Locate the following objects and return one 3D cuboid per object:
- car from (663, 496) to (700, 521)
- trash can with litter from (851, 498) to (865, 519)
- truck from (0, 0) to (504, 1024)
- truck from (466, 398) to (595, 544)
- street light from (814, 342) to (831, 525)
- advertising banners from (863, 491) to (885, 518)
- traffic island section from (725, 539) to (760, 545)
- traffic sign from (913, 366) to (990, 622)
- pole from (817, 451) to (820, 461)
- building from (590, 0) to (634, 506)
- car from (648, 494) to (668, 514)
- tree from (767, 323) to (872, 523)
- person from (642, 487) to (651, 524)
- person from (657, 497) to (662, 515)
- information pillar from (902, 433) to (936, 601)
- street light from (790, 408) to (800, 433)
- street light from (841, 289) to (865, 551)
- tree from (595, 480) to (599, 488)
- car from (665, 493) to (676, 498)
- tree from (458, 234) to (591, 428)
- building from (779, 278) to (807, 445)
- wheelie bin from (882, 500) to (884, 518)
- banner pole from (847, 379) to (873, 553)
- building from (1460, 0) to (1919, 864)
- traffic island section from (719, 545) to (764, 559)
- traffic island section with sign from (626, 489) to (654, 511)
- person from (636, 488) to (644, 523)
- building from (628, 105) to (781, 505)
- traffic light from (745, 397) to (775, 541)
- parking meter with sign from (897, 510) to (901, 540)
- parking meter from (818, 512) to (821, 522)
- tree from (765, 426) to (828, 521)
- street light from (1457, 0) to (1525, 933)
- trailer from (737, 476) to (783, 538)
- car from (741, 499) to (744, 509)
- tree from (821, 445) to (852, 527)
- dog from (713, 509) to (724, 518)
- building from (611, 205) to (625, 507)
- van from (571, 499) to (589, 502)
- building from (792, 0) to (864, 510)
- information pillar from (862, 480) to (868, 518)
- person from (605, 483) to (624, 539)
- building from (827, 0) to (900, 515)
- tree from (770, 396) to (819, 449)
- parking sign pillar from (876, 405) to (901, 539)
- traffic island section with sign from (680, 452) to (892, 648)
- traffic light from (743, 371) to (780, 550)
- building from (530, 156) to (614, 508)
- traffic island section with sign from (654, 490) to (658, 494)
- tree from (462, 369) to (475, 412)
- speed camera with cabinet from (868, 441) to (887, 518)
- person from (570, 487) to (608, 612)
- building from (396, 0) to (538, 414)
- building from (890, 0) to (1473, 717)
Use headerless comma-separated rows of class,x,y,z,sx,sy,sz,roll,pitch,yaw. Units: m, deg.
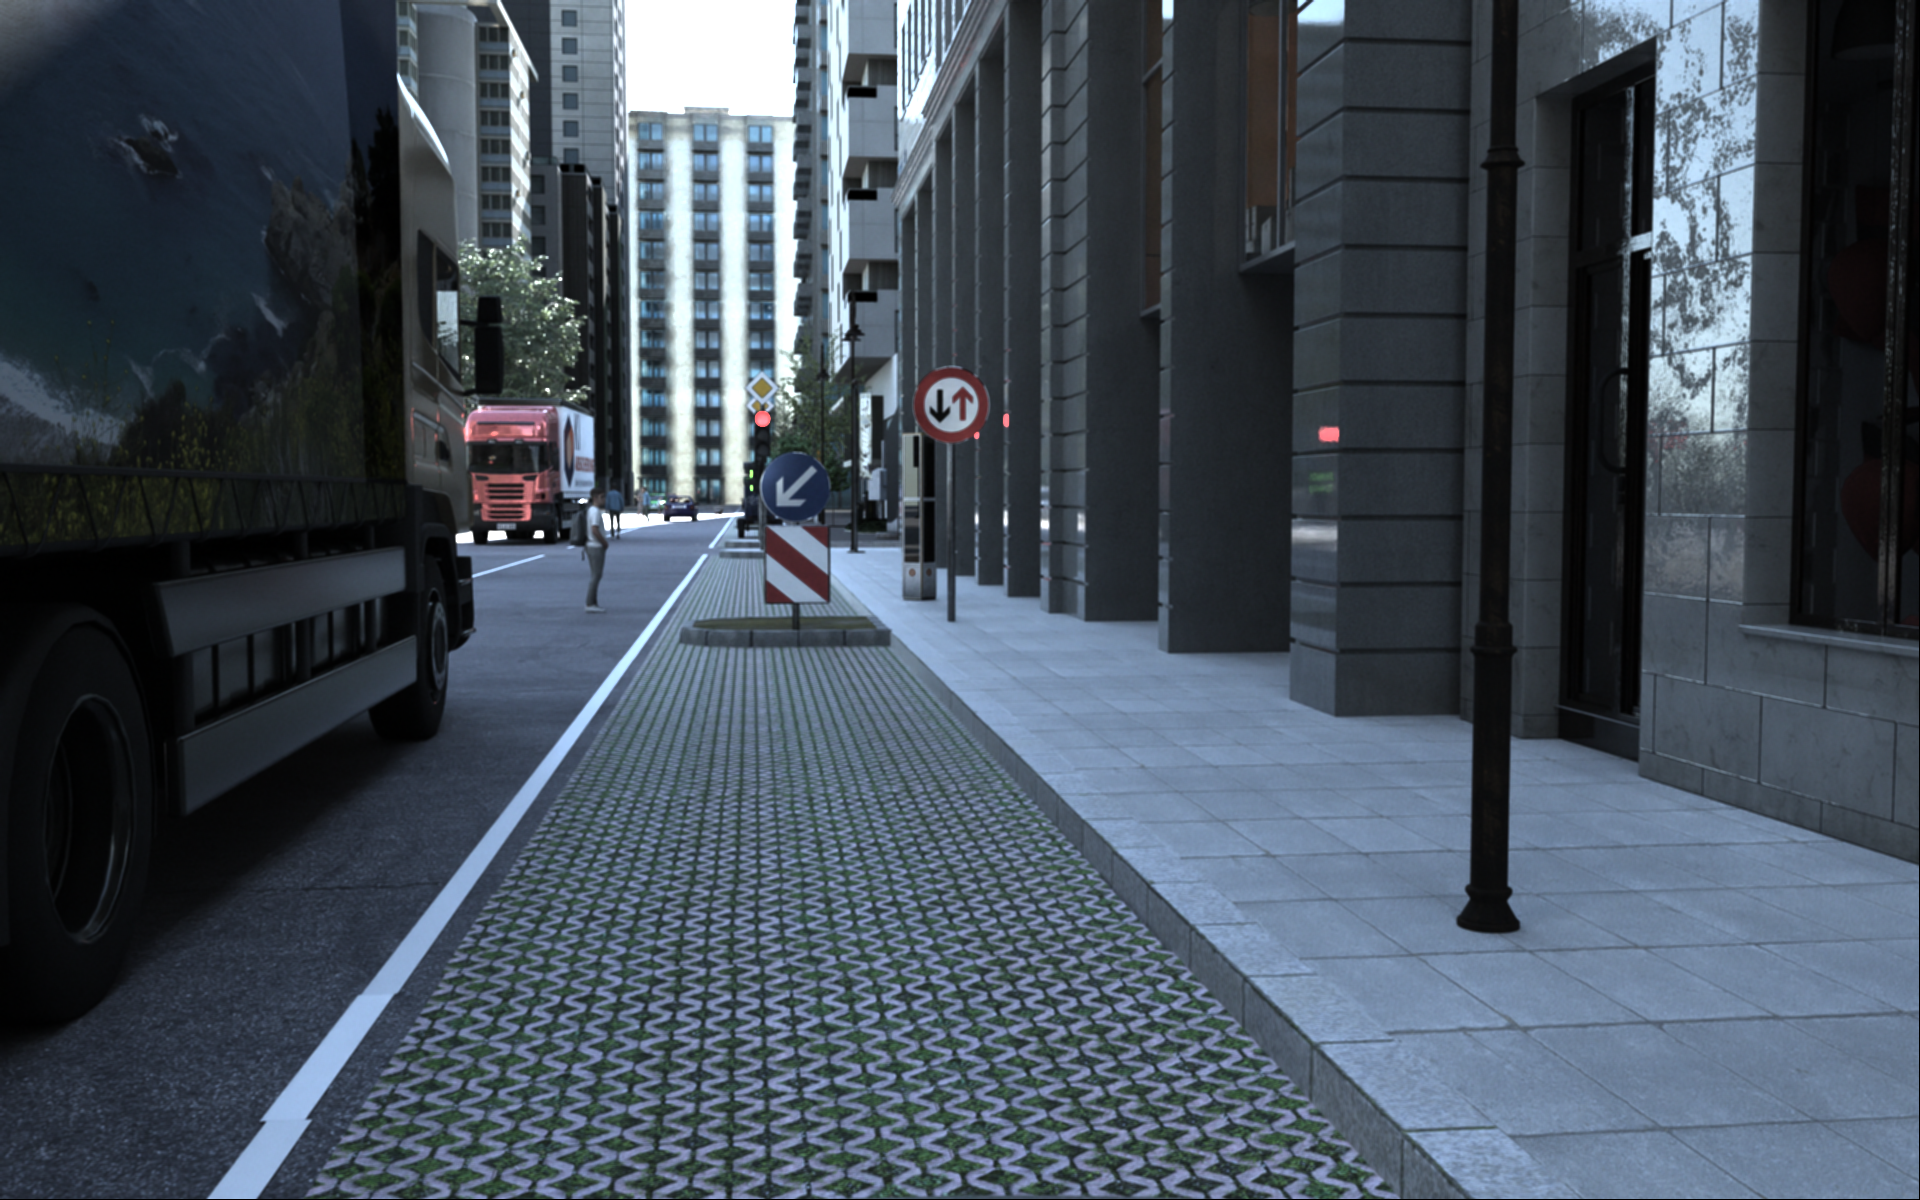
car,-14.849,-4.863,92.091,1.945,1.354,3.894,0,4,-7
trash can with litter,-4.121,-3.825,73.919,1.055,1.170,0.624,2,4,25
truck,-3.802,-1.082,6.608,2.839,4.237,11.283,0,4,-7
truck,-13.055,-3.917,52.949,2.839,4.237,11.283,0,4,-5
street light,-4.198,-4.901,52.924,0.468,5.910,1.993,0,4,-7
advertising banners,-2.765,-4.374,67.708,2.074,3.025,0.090,-1,4,-13
traffic island section,-5.440,-1.548,47.588,2.009,0.180,2.903,0,4,-7
traffic sign,-0.085,-1.056,17.373,0.768,2.556,0.104,0,4,2
pole,-6.616,-5.342,81.185,0.158,3.312,0.155,0,3,0
building,-45.873,-45.514,182.401,20.611,71.187,20.563,0,4,-7
car,-21.884,-7.097,124.825,1.959,1.807,4.718,0,4,-5
tree,-6.059,-7.662,75.636,4.737,8.622,4.395,0,3,0
person,-15.067,-4.553,83.286,0.444,1.785,0.601,-2,4,-23
person,-20.145,-6.294,116.088,0.352,1.250,0.332,0,4,6
information pillar,-0.490,-1.007,20.953,0.304,2.012,0.304,3,4,36
street light,-8.290,-7.003,87.285,0.468,5.910,1.993,0,4,-7
street light,-2.419,-4.062,39.194,0.468,5.910,1.993,0,4,-7
tree,-27.541,-8.221,129.009,1.663,3.219,1.824,0,3,0
car,-24.698,-8.415,146.620,2.155,1.783,4.494,-1,4,-9
tree,-22.865,-10.867,84.323,9.857,13.997,8.962,0,3,0
building,-7.653,-53.122,181.213,22.319,86.520,31.000,0,4,-7
wheelie bin,-3.272,-4.394,79.754,0.980,1.594,0.693,1,4,19
banner pole,-2.140,-2.912,37.631,0.401,3.779,0.863,-3,4,-37
building,9.005,-8.977,1.522,10.420,20.320,16.860,0,4,-7
traffic island section,-4.480,-1.063,39.661,2.009,0.180,2.903,0,4,-7
traffic island section with sign,-27.450,-8.524,147.989,1.989,1.847,2.006,0,4,-7
person,-15.550,-4.633,84.592,0.599,1.781,0.374,-2,4,-28
building,-31.485,-36.514,216.612,30.456,49.044,23.786,0,4,-7
traffic light,-5.481,-3.581,47.469,0.839,4.253,0.868,0,4,-7
parking meter with sign,-0.896,-3.175,48.175,1.738,3.016,0.543,1,4,21
parking meter,-6.511,-4.361,79.714,0.372,1.533,0.369,0,3,0
tree,-7.731,-6.102,83.482,4.285,4.588,4.351,0,3,0
street light,1.569,-1.968,4.965,0.468,5.910,1.993,0,4,-7
trailer,-6.626,-3.065,57.160,1.471,1.999,3.904,0,4,-8
car,-20.249,-9.497,167.855,1.945,1.354,3.894,0,4,-7
tree,-5.064,-4.475,67.765,1.663,3.219,1.824,0,3,0
dog,-14.771,-5.298,105.903,0.406,0.507,0.540,2,4,35
building,-39.749,-24.061,165.097,14.160,30.474,14.107,0,4,-7
van,-21.123,-5.317,93.946,2.013,2.044,4.112,0,4,-8
building,-3.240,-32.515,151.228,23.786,49.044,30.456,0,4,-7
information pillar,-4.380,-4.671,80.865,0.304,2.012,0.304,1,4,21
person,-10.904,-2.803,54.666,0.601,1.785,0.444,-1,4,-18
building,6.057,-31.493,104.153,28.713,52.752,27.495,0,4,-7
tree,-12.373,-10.783,126.668,4.360,8.622,3.978,0,3,0
parking sign pillar,-1.710,-3.751,49.794,1.447,3.967,1.447,-1,4,-21
traffic island section with sign,-1.738,-0.514,17.032,1.989,1.847,2.006,0,4,-7
traffic light,-4.521,-3.096,39.542,0.839,4.253,0.868,0,4,-7
building,-38.259,-23.168,150.495,14.160,30.474,14.107,0,4,-7
traffic island section with sign,-30.689,-10.160,174.750,1.989,1.847,2.006,0,4,-7
tree,-29.088,-9.102,99.173,4.360,8.622,3.978,0,3,0
speed camera with cabinet,-2.627,-4.305,64.724,0.660,3.252,2.038,2,4,32
person,-4.444,-0.609,21.048,0.503,1.515,0.523,2,4,34
building,-45.511,-26.806,130.160,32.217,40.220,23.993,0,4,-7
building,5.732,-15.095,24.297,11.434,29.767,29.804,0,4,-7
